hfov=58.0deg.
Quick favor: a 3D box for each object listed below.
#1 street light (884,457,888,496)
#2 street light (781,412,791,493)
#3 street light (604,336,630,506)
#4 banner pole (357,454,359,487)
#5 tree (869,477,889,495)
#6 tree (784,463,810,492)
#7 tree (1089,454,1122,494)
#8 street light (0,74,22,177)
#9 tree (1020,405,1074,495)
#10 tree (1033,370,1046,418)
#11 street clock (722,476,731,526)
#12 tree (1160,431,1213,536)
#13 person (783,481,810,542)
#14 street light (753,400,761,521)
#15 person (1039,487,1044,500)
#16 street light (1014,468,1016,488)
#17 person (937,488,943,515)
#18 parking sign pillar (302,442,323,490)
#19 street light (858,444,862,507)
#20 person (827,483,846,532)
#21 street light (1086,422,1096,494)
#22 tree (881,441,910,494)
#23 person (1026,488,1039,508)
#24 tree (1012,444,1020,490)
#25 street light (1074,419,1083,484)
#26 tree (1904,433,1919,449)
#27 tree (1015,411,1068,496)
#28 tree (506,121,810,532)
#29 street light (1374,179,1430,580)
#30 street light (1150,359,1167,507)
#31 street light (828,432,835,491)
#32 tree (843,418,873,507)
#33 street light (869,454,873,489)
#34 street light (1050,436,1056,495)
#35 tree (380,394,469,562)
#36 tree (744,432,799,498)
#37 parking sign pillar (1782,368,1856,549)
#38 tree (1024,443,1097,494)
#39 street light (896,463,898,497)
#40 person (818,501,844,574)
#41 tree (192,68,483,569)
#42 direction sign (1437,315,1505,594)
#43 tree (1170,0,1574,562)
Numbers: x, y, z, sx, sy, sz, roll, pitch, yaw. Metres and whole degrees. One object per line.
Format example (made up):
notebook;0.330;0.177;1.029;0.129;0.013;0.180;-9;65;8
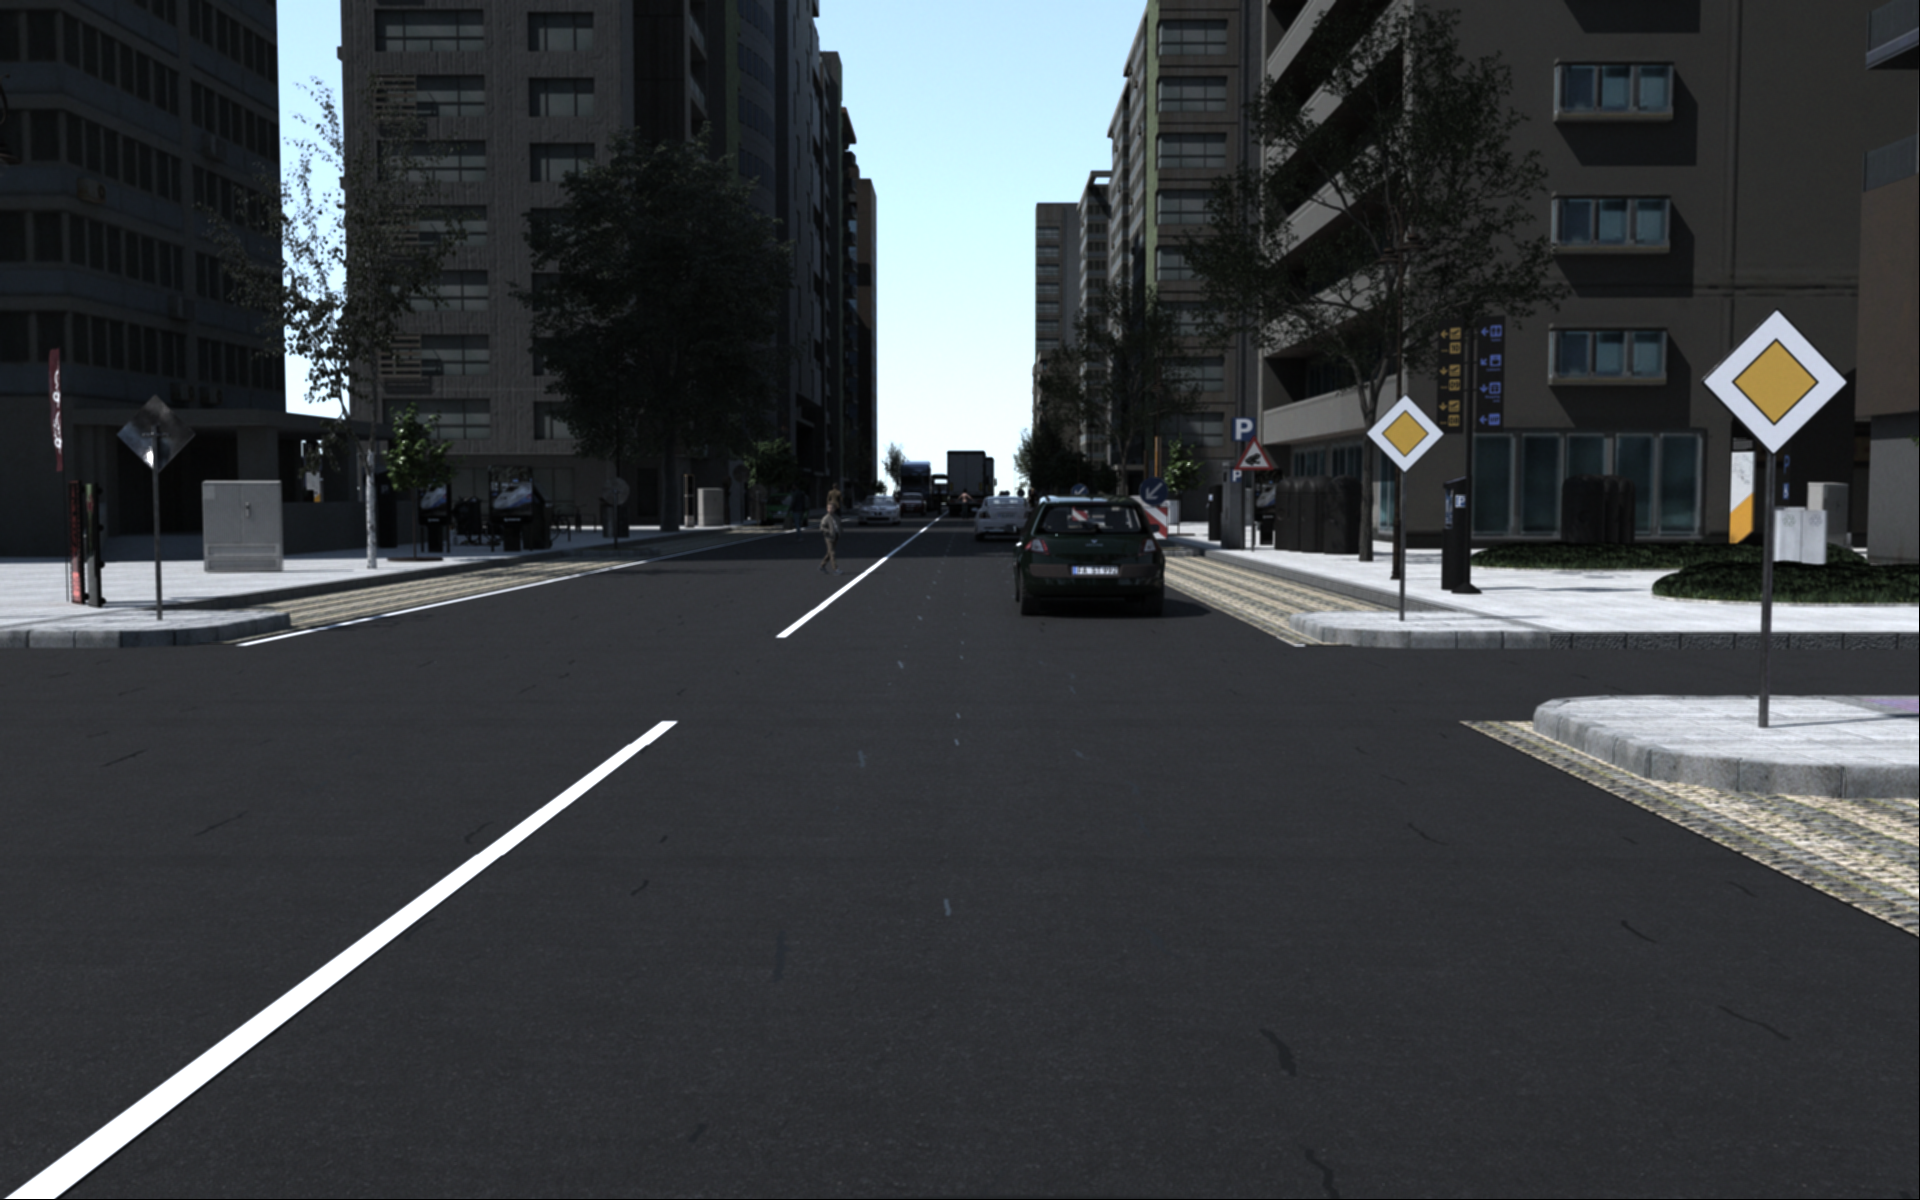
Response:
street light;-8.951;-14.505;209.938;0.468;5.910;1.993;0;4;0
street light;-9.636;-7.512;95.610;0.468;5.910;1.993;0;4;0
street light;-10.016;-4.765;50.700;0.468;5.910;1.993;0;4;0
banner pole;-26.371;-5.253;75.905;0.401;3.779;0.863;-3;5;-42
tree;-9.438;-12.154;193.317;1.663;3.219;1.824;0;3;0
tree;-9.893;-6.786;105.550;1.663;3.219;1.824;0;3;0
tree;7.026;-5.494;84.422;1.663;3.219;1.824;0;3;0
street light;-10.189;-2.748;17.723;0.468;5.910;1.993;0;4;0
tree;7.282;-11.571;139.544;4.737;8.622;4.395;0;3;0
tree;6.689;-8.456;72.663;8.767;10.594;7.601;2;4;29
street clock;-9.459;-4.022;70.334;0.358;2.002;0.471;1;4;11
tree;6.715;-3.596;53.399;1.663;3.219;1.824;0;3;0
person;-4.897;-2.646;51.755;0.794;1.824;0.713;-3;4;-37
street light;-9.750;-6.754;83.215;0.468;5.910;1.993;0;4;0
person;4.387;-5.031;90.963;0.583;1.804;0.606;1;4;9
street light;7.985;-17.070;251.883;0.468;5.910;1.993;0;4;0
person;-1.391;-6.882;121.029;0.705;1.822;1.348;1;4;11
parking sign pillar;-33.211;-6.159;89.179;1.447;3.967;1.447;0;4;2
street light;-9.227;-11.492;160.680;0.468;5.910;1.993;0;4;0
person;-4.683;-3.511;65.816;0.656;1.842;0.836;-2;4;-32
street light;6.954;-7.284;91.886;0.468;5.910;1.993;0;4;0
tree;-8.892;-18.321;249.905;4.737;8.622;4.395;0;3;0
person;3.933;-5.272;95.218;1.217;1.766;0.721;-3;5;-40
tree;7.500;-14.144;181.623;4.737;8.622;4.395;0;3;0
street light;6.998;-7.913;102.160;0.468;5.910;1.993;0;4;0
tree;14.841;-1.865;25.087;1.663;3.219;1.824;0;3;0
tree;7.153;-12.128;148.647;4.360;8.622;3.978;0;3;0
tree;-9.990;-9.289;58.525;9.857;13.997;8.962;0;3;0
street light;6.557;-3.246;25.855;0.468;5.910;1.993;0;4;0
street light;6.776;-5.286;59.215;0.468;5.910;1.993;0;4;0
street light;-9.507;-9.503;128.164;0.468;5.910;1.993;0;4;0
tree;-10.338;-13.286;167.593;4.360;8.622;3.978;0;3;0
street light;-9.140;-12.516;177.421;0.468;5.910;1.993;0;4;0
street light;7.239;-9.915;134.895;0.468;5.910;1.993;0;4;0
tree;-10.522;-2.355;33.111;1.663;3.219;1.824;0;3;0
tree;-9.847;-6.471;89.513;4.285;4.588;4.351;0;3;0
parking sign pillar;18.434;-2.980;37.194;1.447;3.967;1.447;0;4;7
tree;7.150;-7.813;111.456;4.285;4.588;4.351;0;3;0
street light;-8.758;-16.493;242.454;0.468;5.910;1.993;0;4;0
person;-2.298;-1.120;31.078;0.640;1.303;0.475;2;4;34
tree;-10.355;-4.842;29.536;4.360;8.622;3.978;0;3;0
direction sign;6.550;-1.853;22.291;0.876;3.537;0.379;3;5;39
tree;7.479;-5.994;32.416;8.767;10.594;7.601;3;5;42
